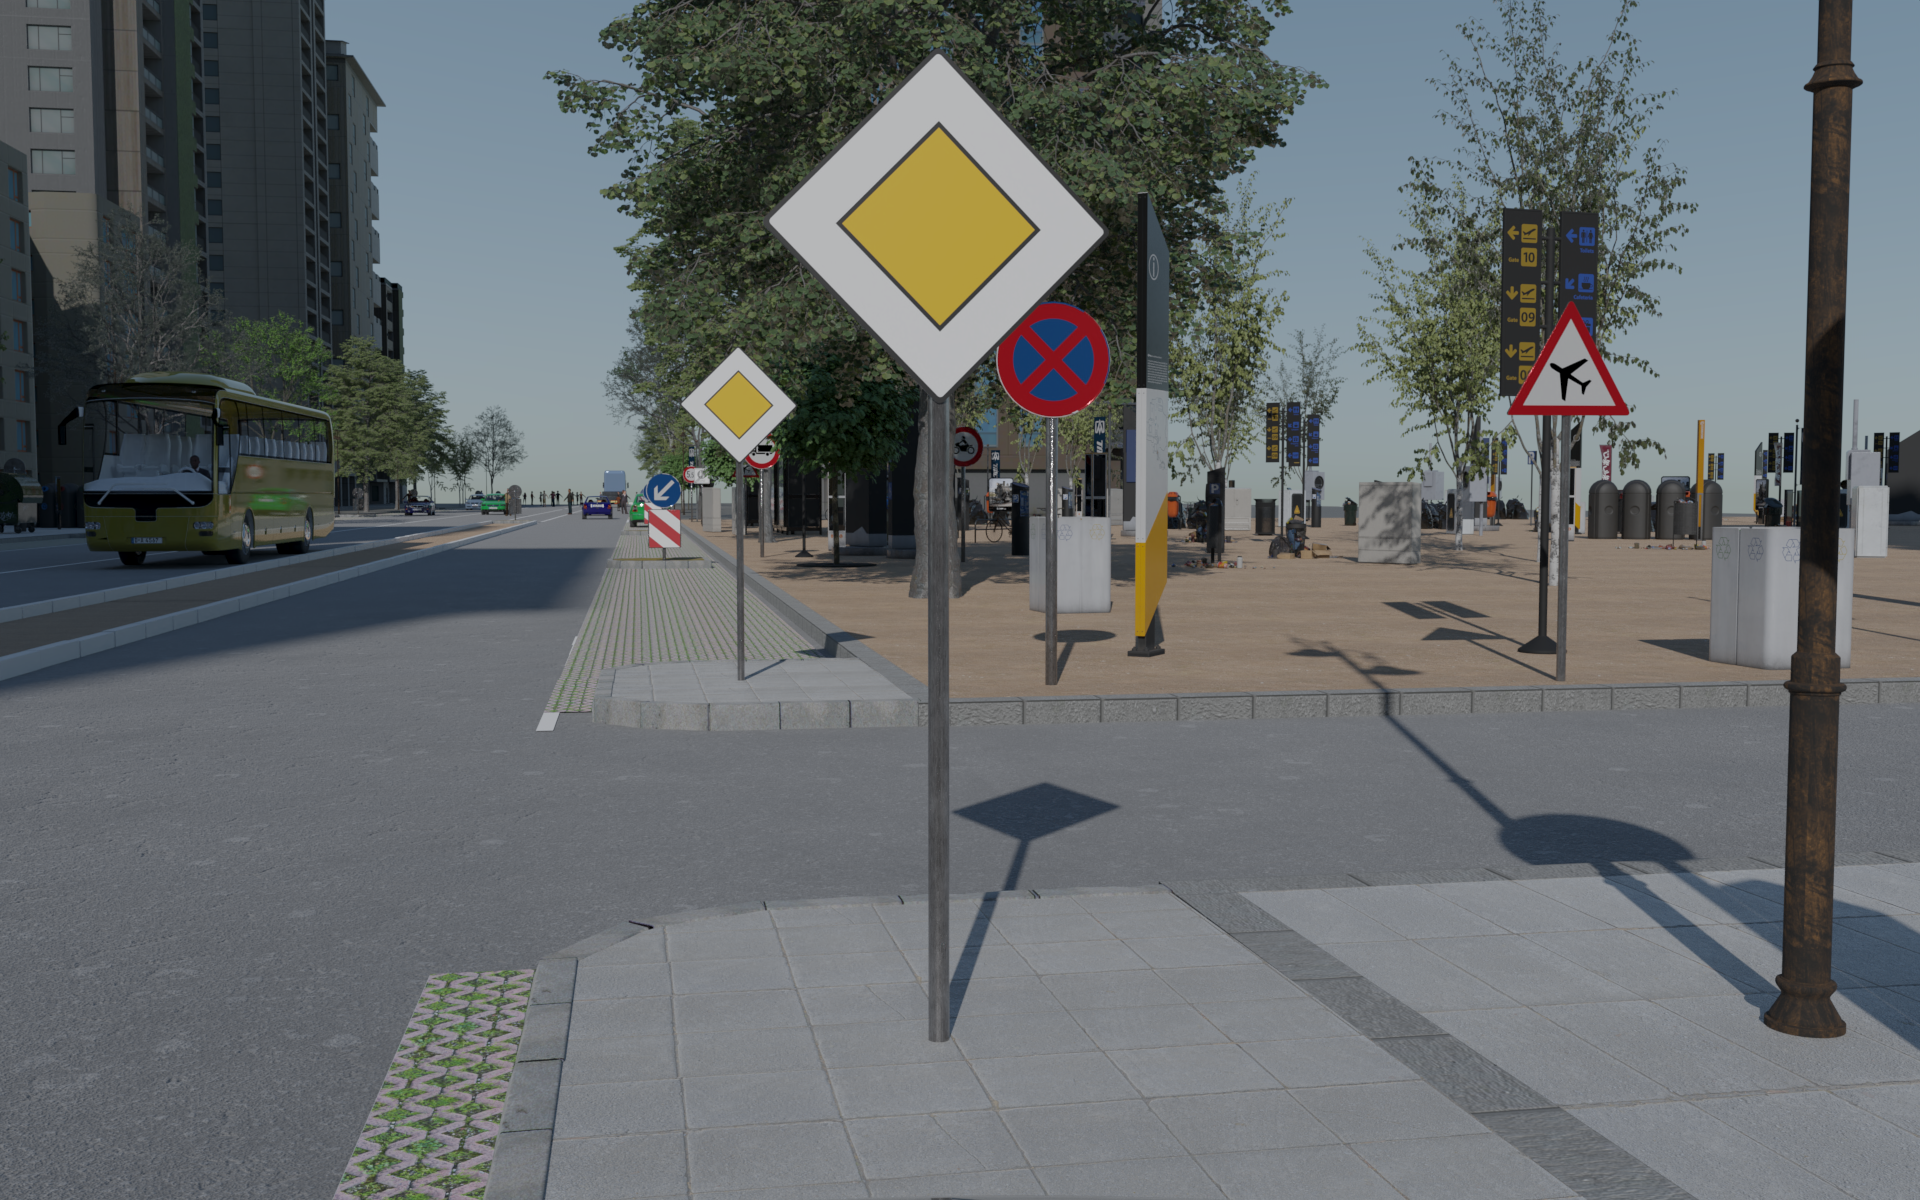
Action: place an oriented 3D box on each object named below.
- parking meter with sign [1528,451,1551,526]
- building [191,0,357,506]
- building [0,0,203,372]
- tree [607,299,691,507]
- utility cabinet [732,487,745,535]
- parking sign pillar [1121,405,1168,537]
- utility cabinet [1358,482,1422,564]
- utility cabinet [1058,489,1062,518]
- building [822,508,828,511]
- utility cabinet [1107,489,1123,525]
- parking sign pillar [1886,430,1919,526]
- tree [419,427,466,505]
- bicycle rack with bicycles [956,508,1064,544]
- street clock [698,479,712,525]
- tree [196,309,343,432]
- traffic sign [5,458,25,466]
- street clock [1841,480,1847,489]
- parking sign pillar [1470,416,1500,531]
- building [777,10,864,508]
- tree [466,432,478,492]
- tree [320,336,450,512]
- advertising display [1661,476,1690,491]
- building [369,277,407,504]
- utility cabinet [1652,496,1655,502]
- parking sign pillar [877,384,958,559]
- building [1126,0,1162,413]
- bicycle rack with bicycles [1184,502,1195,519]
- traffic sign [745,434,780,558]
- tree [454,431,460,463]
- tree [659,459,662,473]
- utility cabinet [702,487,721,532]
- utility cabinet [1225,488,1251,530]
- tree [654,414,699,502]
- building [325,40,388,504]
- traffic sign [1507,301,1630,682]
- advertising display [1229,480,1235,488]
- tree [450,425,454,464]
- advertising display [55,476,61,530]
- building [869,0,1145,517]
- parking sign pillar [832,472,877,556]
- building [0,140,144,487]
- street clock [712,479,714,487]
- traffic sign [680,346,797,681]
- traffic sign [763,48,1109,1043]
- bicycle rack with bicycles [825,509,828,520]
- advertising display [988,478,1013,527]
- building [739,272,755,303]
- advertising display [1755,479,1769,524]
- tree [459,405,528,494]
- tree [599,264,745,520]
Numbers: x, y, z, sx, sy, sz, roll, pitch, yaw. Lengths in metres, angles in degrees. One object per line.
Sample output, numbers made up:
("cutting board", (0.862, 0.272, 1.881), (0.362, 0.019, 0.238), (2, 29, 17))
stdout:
("parking meter with sign", (23.875, -4.516, 70.090), (1.738, 3.016, 0.543), (-1, 4, -14))
("building", (-75.121, -45.414, 180.763), (20.563, 71.187, 20.611), (-1, 4, -10))
("building", (-59.157, -26.308, 113.727), (14.154, 41.232, 14.086), (-1, 4, -10))
("tree", (-30.052, -19.271, 170.971), (12.611, 20.169, 13.585), (0, 3, 0))
("utility cabinet", (-6.911, -2.778, 54.095), (0.318, 1.500, 1.173), (-1, 4, -13))
("parking sign pillar", (5.596, -3.913, 52.443), (1.447, 3.967, 1.447), (0, 4, 0))
("utility cabinet", (7.908, -1.418, 31.863), (0.318, 1.500, 1.173), (-3, 5, -40))
("utility cabinet", (3.826, -3.648, 68.324), (0.318, 1.500, 1.173), (-1, 4, -13))
("building", (-1.940, -43.070, 142.440), (20.563, 71.187, 20.611), (-1, 4, -10))
("utility cabinet", (6.262, -3.785, 70.563), (0.318, 1.500, 1.173), (2, 4, 30))
("parking sign pillar", (38.396, -5.014, 70.453), (1.447, 3.967, 1.447), (1, 4, 17))
("tree", (-51.754, -13.418, 169.745), (4.737, 8.622, 4.395), (0, 3, 0))
("bicycle rack with bicycles", (1.841, -1.978, 45.727), (2.852, 0.926, 2.925), (3, 5, 40))
("street clock", (-10.819, -4.183, 72.963), (0.471, 2.002, 0.358), (-1, 4, -14))
("tree", (-39.102, -10.585, 98.818), (9.928, 11.665, 9.643), (0, 3, 0))
("traffic sign", (-33.442, -3.742, 61.288), (0.768, 2.556, 0.104), (0, 4, -1))
("street clock", (44.920, -5.095, 87.873), (0.358, 2.002, 0.471), (-3, 5, -43))
("parking sign pillar", (18.051, -4.390, 60.242), (1.447, 3.967, 1.447), (0, 4, 8))
("building", (-14.728, -46.940, 205.720), (20.563, 71.187, 20.611), (-1, 4, -10))
("tree", (-58.537, -15.465, 203.210), (4.737, 8.622, 4.395), (0, 3, 0))
("tree", (-42.502, -12.621, 124.472), (7.486, 12.596, 7.792), (0, 3, 0))
("advertising display", (25.581, -3.471, 61.963), (0.974, 1.923, 0.123), (2, 4, 24))
("building", (-80.812, -27.825, 226.645), (14.160, 30.474, 14.107), (-1, 4, -10))
("utility cabinet", (29.631, -3.874, 74.499), (0.306, 1.237, 1.020), (2, 4, 29))
("parking sign pillar", (-0.771, -2.830, 34.746), (1.447, 3.967, 1.447), (-1, 4, -13))
("building", (1.396, -41.815, 121.929), (20.563, 71.187, 20.611), (-1, 4, -10))
("bicycle rack with bicycles", (11.739, -4.301, 83.702), (2.852, 0.926, 2.925), (2, 4, 33))
("traffic sign", (-4.000, -2.132, 34.966), (0.768, 2.556, 0.104), (-1, 4, -9))
("tree", (-49.313, -14.597, 156.790), (7.486, 12.596, 7.792), (0, 3, 0))
("tree", (-18.939, -8.222, 118.145), (4.285, 4.588, 4.351), (0, 3, 0))
("utility cabinet", (-8.364, -3.042, 58.417), (0.318, 1.500, 1.173), (-2, 4, -25))
("utility cabinet", (9.590, -3.177, 60.617), (1.173, 1.500, 0.318), (0, 4, 6))
("tree", (-24.215, -12.178, 149.479), (4.737, 8.622, 4.395), (0, 3, 0))
("building", (-83.859, -37.618, 204.285), (28.713, 52.752, 27.495), (-1, 4, -10))
("traffic sign", (4.118, -0.721, 11.799), (0.884, 2.594, 0.081), (-1, 4, -9))
("advertising display", (12.502, -4.557, 79.725), (0.123, 1.923, 0.974), (0, 4, -1))
("tree", (-47.728, -13.941, 146.064), (7.486, 12.596, 7.792), (0, 3, 0))
("advertising display", (-32.745, -3.528, 62.892), (0.123, 1.923, 0.974), (-2, 4, -31))
("building", (2.277, -27.794, 104.540), (14.600, 45.320, 14.200), (-1, 4, -10))
("parking sign pillar", (-1.990, -2.940, 36.548), (1.447, 3.967, 1.447), (-2, 4, -26))
("building", (-62.157, -15.098, 91.900), (27.650, 21.520, 28.899), (-1, 4, -10))
("street clock", (-11.281, -4.488, 77.943), (0.471, 2.002, 0.358), (3, 5, 44))
("traffic sign", (-1.510, -0.503, 11.861), (0.795, 2.450, 0.064), (-1, 4, -10))
("traffic sign", (-0.053, -0.022, 4.009), (0.795, 2.450, 0.064), (-1, 4, -10))
("bicycle rack with bicycles", (-4.869, -4.141, 81.081), (2.925, 0.926, 2.852), (-1, 4, -9))
("advertising display", (1.602, -3.830, 67.840), (0.974, 1.923, 0.123), (0, 3, 0))
("building", (-18.528, -35.305, 231.858), (22.147, 44.769, 28.867), (-1, 4, -10))
("advertising display", (34.095, -4.185, 73.640), (0.123, 1.923, 0.974), (0, 4, 0))
("tree", (-63.708, -19.896, 235.662), (12.009, 13.543, 11.850), (0, 3, 0))
("tree", (-12.978, -10.807, 87.058), (12.009, 13.543, 11.850), (0, 3, 0))
